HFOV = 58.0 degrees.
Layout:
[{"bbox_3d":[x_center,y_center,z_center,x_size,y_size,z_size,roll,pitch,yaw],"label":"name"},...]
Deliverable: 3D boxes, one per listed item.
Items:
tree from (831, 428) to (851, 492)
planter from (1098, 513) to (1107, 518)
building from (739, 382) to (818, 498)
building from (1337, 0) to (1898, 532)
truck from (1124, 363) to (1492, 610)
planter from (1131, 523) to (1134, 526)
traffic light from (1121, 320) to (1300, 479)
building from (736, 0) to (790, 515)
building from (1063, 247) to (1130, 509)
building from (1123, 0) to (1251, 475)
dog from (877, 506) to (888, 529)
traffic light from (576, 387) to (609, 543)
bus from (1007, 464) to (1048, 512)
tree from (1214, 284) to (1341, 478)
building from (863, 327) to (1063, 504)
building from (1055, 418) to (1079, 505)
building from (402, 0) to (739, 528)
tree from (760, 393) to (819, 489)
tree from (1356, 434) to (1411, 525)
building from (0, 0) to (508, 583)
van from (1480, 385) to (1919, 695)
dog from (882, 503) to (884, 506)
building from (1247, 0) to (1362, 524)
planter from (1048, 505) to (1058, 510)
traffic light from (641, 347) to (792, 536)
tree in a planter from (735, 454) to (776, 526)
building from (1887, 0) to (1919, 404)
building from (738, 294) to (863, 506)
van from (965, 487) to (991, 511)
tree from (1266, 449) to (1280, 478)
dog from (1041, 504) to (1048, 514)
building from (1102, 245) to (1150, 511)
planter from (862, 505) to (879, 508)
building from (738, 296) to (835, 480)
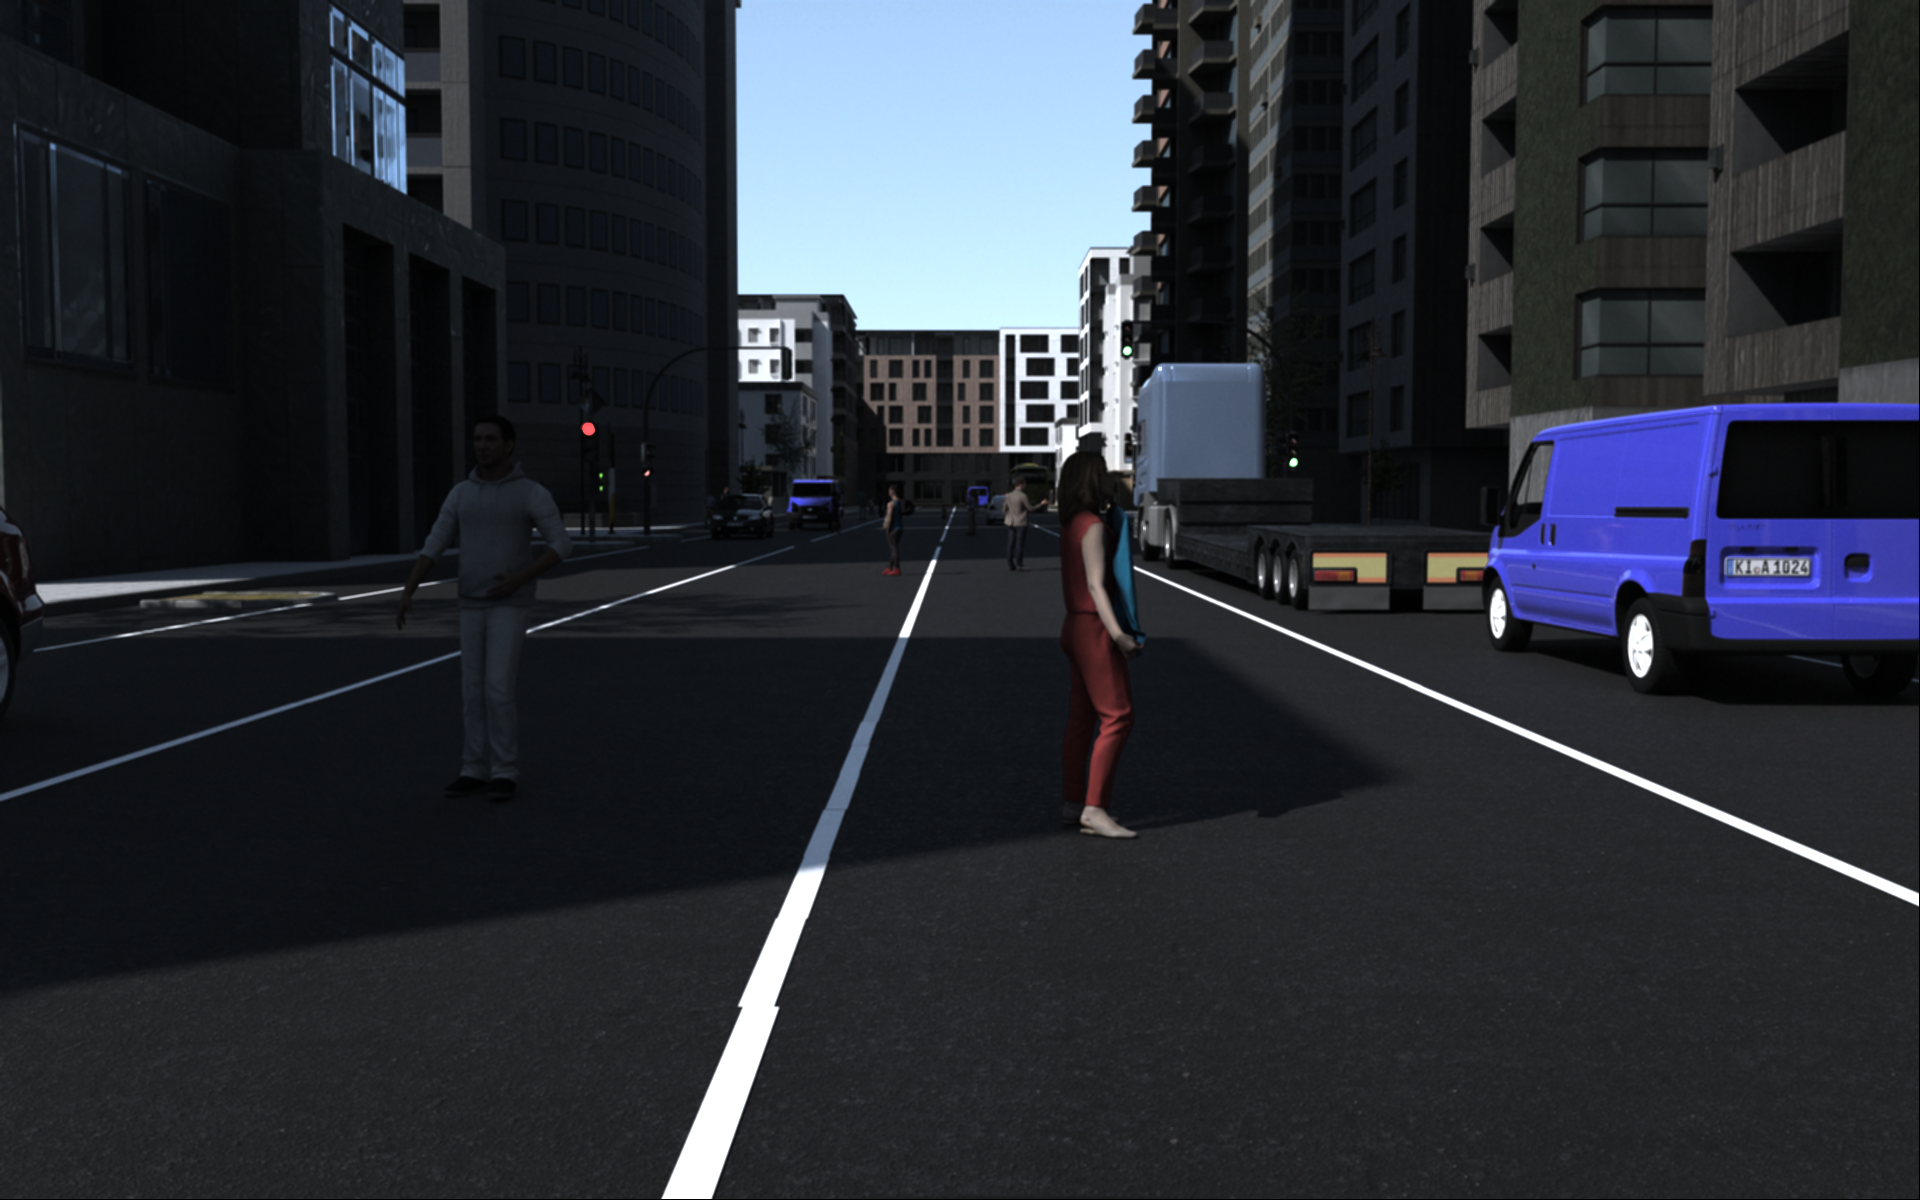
[{"bbox_3d":[-12.791,-13.699,174.347,4.737,8.622,4.395,0,3,0],"label":"tree"},{"bbox_3d":[8.703,-5.161,105.521,1.991,0.319,1.994,0,3,0],"label":"planter"},{"bbox_3d":[-16.302,-12.314,143.488,9.099,9.664,28.070,0,3,0],"label":"building"},{"bbox_3d":[21.732,-17.658,60.417,14.107,30.474,14.160,0,3,0],"label":"building"},{"bbox_3d":[5.198,-2.453,29.873,2.967,4.110,18.799,0,4,-1],"label":"truck"},{"bbox_3d":[8.692,-3.513,78.578,1.991,0.319,1.994,0,3,0],"label":"planter"},{"bbox_3d":[6.562,-4.325,45.376,4.771,5.953,1.251,0,3,0],"label":"traffic light"},{"bbox_3d":[-27.545,-25.556,109.730,32.217,40.220,23.993,0,3,0],"label":"building"},{"bbox_3d":[24.722,-19.319,159.840,27.936,21.610,32.646,0,3,0],"label":"building"},{"bbox_3d":[22.888,-28.078,113.698,22.147,44.769,28.867,0,3,0],"label":"building"},{"bbox_3d":[-3.105,-3.351,71.623,0.800,0.831,0.513,-3,4,-36],"label":"dog"},{"bbox_3d":[-9.667,-3.461,45.504,0.839,4.253,0.868,0,3,0],"label":"traffic light"},{"bbox_3d":[5.455,-9.025,139.106,2.896,3.916,12.252,0,4,-1],"label":"bus"},{"bbox_3d":[11.047,-6.719,60.215,4.737,8.622,4.395,0,3,0],"label":"tree"},{"bbox_3d":[2.746,-23.382,226.266,32.646,21.610,27.936,0,3,0],"label":"building"},{"bbox_3d":[15.704,-15.190,190.509,9.099,9.664,28.070,0,3,0],"label":"building"},{"bbox_3d":[-22.057,-32.607,75.131,21.231,58.520,28.212,0,3,0],"label":"building"},{"bbox_3d":[-12.576,-10.805,127.017,4.360,8.622,3.978,0,3,0],"label":"tree"},{"bbox_3d":[13.445,-3.729,55.573,1.663,3.219,1.824,0,3,0],"label":"tree"},{"bbox_3d":[-27.388,-43.993,31.958,31.000,86.520,22.319,0,3,0],"label":"building"},{"bbox_3d":[5.811,-0.590,14.026,2.240,2.365,5.245,0,4,0],"label":"van"},{"bbox_3d":[-5.878,-6.662,125.758,0.800,0.831,0.513,0,4,-7],"label":"dog"},{"bbox_3d":[26.539,-23.706,79.471,32.217,40.220,23.993,0,3,0],"label":"building"},{"bbox_3d":[8.713,-8.277,156.464,1.991,0.319,1.994,0,3,0],"label":"planter"},{"bbox_3d":[-7.574,-4.823,53.524,4.771,5.953,1.251,0,3,0],"label":"traffic light"},{"bbox_3d":[-9.376,-4.954,78.224,1.991,3.239,1.994,0,3,0],"label":"tree in a planter"},{"bbox_3d":[18.560,-16.267,37.671,14.160,30.474,14.107,0,3,0],"label":"building"},{"bbox_3d":[-28.188,-21.240,191.243,32.646,21.610,27.936,0,3,0],"label":"building"},{"bbox_3d":[1.585,-9.034,152.083,2.240,2.365,5.245,0,3,0],"label":"van"},{"bbox_3d":[11.122,-4.330,65.391,1.663,3.219,1.824,0,3,0],"label":"tree"},{"bbox_3d":[6.141,-6.719,126.690,0.800,0.831,0.513,-1,4,-16],"label":"dog"},{"bbox_3d":[19.507,-17.192,137.512,16.016,20.091,11.380,0,3,0],"label":"building"},{"bbox_3d":[-9.361,-9.895,182.920,1.991,0.319,1.994,0,3,0],"label":"planter"},{"bbox_3d":[-19.924,-18.759,163.123,16.016,20.091,11.380,0,3,0],"label":"building"}]
